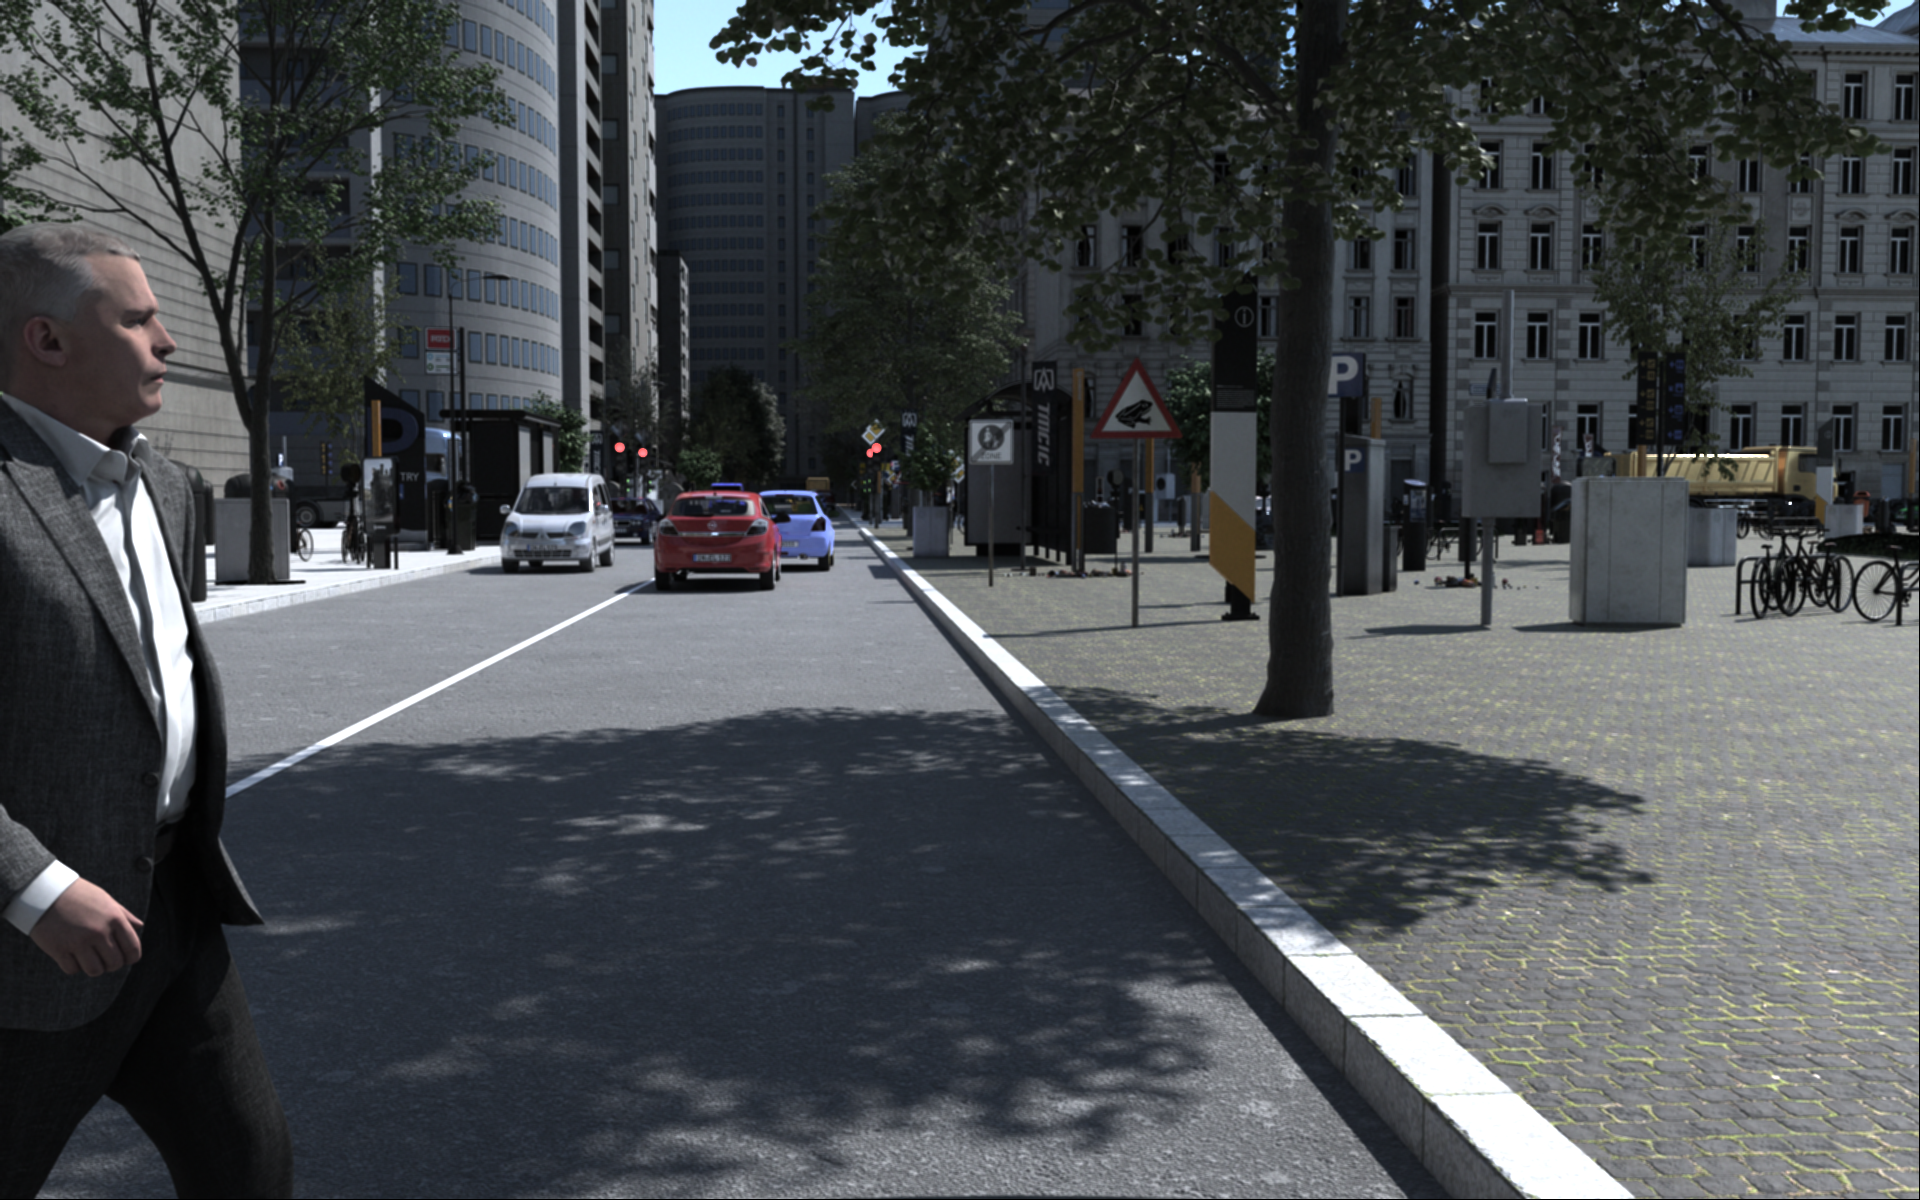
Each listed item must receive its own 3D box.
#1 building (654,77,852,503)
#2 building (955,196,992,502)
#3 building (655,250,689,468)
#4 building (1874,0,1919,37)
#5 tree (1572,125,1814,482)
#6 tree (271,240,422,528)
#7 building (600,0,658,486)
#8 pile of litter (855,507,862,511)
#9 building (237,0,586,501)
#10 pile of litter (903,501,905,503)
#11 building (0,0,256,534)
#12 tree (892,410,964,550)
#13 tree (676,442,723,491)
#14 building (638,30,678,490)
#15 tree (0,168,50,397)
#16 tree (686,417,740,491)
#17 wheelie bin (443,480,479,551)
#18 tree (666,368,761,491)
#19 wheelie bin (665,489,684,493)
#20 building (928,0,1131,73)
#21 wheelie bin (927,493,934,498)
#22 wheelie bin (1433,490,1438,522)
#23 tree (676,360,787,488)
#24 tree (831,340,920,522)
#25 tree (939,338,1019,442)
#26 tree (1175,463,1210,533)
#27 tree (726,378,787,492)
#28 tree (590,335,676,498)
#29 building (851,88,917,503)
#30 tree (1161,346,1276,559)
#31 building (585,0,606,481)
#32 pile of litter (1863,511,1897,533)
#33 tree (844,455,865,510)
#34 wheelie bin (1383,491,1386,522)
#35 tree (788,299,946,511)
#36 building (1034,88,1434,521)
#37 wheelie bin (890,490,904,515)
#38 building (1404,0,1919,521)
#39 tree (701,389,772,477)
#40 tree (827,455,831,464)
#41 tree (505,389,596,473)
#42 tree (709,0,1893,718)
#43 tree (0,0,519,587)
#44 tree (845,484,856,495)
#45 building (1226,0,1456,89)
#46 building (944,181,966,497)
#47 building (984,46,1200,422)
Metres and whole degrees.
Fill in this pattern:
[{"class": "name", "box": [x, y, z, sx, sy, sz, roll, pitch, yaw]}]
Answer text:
[{"class": "building", "box": [-29.220, -43.143, 247.391, 28.212, 58.520, 21.231, 0, 4, -4]}, {"class": "building", "box": [6.196, -20.698, 135.670, 12.463, 27.353, 25.104, 0, 4, -4]}, {"class": "building", "box": [-39.372, -26.518, 205.270, 14.107, 30.474, 14.160, 0, 4, -4]}, {"class": "building", "box": [57.135, -18.609, 90.169, 20.117, 28.700, 13.634, 0, 4, -4]}, {"class": "tree", "box": [14.185, -5.137, 34.351, 4.737, 8.622, 4.395, 0, 3, 0]}, {"class": "tree", "box": [-17.353, -6.022, 48.829, 4.737, 8.622, 4.395, 0, 3, 0]}, {"class": "building", "box": [-42.217, -34.767, 157.682, 28.713, 52.752, 27.495, 0, 4, -4]}, {"class": "pile of litter", "box": [-7.397, -7.285, 133.078, 1.176, 0.858, 1.719, -2, 4, -27]}, {"class": "building", "box": [-32.496, -33.643, 92.067, 21.231, 58.520, 28.212, 0, 4, -4]}, {"class": "pile of litter", "box": [-4.005, -7.093, 129.927, 1.176, 0.858, 1.719, -1, 4, -21]}, {"class": "building", "box": [-42.772, -16.330, 43.414, 44.131, 29.872, 17.030, 0, 4, -4]}, {"class": "tree", "box": [-0.834, -2.777, 40.000, 1.663, 3.219, 1.824, 0, 3, 0]}, {"class": "tree", "box": [-16.607, -7.754, 110.497, 4.285, 4.588, 4.351, 0, 3, 0]}, {"class": "building", "box": [-40.536, -45.460, 181.528, 20.563, 71.187, 20.611, 0, 4, -4]}, {"class": "tree", "box": [-9.147, -1.884, 14.520, 4.285, 4.588, 4.351, 0, 3, 0]}, {"class": "tree", "box": [-19.608, -11.477, 138.010, 4.737, 8.622, 4.395, 0, 3, 0]}, {"class": "wheelie bin", "box": [-11.326, -1.925, 39.378, 0.693, 1.594, 0.980, 0, 4, -4]}, {"class": "tree", "box": [-18.109, -11.804, 127.409, 7.601, 10.594, 8.767, -1, 4, -9]}, {"class": "wheelie bin", "box": [-15.000, -4.986, 89.427, 0.980, 1.594, 0.693, -3, 5, -43]}, {"class": "building", "box": [7.179, -38.874, 177.595, 21.231, 58.520, 28.212, 0, 4, -4]}, {"class": "wheelie bin", "box": [-2.164, -7.463, 129.925, 0.693, 1.594, 0.980, 1, 4, 20]}, {"class": "wheelie bin", "box": [20.335, -4.120, 75.263, 0.693, 1.594, 0.980, -2, 4, -26]}, {"class": "tree", "box": [-19.609, -14.117, 147.821, 9.611, 12.733, 9.660, 0, 3, 0]}, {"class": "tree", "box": [-3.665, -7.929, 80.003, 4.360, 8.622, 3.978, 0, 3, 0]}, {"class": "tree", "box": [0.972, -7.863, 78.915, 4.360, 8.622, 3.978, 0, 3, 0]}, {"class": "tree", "box": [7.903, -3.859, 57.701, 1.663, 3.219, 1.824, 0, 3, 0]}, {"class": "tree", "box": [-23.635, -17.428, 191.600, 9.857, 13.997, 8.962, 0, 3, 0]}, {"class": "tree", "box": [-14.851, -7.914, 79.748, 4.360, 8.622, 3.978, 0, 3, 0]}, {"class": "building", "box": [-0.842, -43.231, 248.823, 28.212, 58.520, 21.231, 0, 4, -4]}, {"class": "tree", "box": [5.550, -3.130, 34.897, 4.285, 4.588, 4.351, 0, 3, 0]}, {"class": "building", "box": [-39.056, -30.995, 130.478, 21.300, 48.544, 21.600, 0, 4, -4]}, {"class": "pile of litter", "box": [27.720, -2.362, 52.589, 1.719, 0.858, 1.176, -2, 4, -23]}, {"class": "tree", "box": [-7.877, -9.621, 141.023, 4.285, 4.588, 4.351, 0, 3, 0]}, {"class": "wheelie bin", "box": [17.743, -4.042, 73.988, 0.693, 1.594, 0.980, -3, 5, -42]}, {"class": "tree", "box": [-5.344, -11.891, 104.795, 12.009, 13.543, 11.850, 0, 3, 0]}, {"class": "building", "box": [13.009, -14.449, 85.385, 18.267, 20.994, 9.793, 0, 4, -4]}, {"class": "wheelie bin", "box": [-3.817, -5.879, 104.036, 0.980, 1.594, 0.693, 3, 5, 42]}, {"class": "building", "box": [34.634, -17.777, 87.910, 25.104, 27.353, 12.463, 0, 4, -4]}, {"class": "tree", "box": [-22.005, -14.777, 167.357, 9.928, 11.665, 9.643, 0, 3, 0]}, {"class": "tree", "box": [-12.802, -15.052, 196.455, 4.360, 8.622, 3.978, 0, 3, 0]}, {"class": "tree", "box": [-13.084, -4.329, 54.493, 4.285, 4.588, 4.351, 0, 3, 0]}, {"class": "tree", "box": [2.387, -5.611, 9.867, 7.486, 12.596, 7.792, 0, 3, 0]}, {"class": "tree", "box": [-10.008, -6.017, 24.132, 9.928, 11.665, 9.643, 0, 3, 0]}, {"class": "tree", "box": [-13.554, -13.416, 213.948, 1.663, 3.219, 1.824, 0, 3, 0]}, {"class": "building", "box": [45.580, -54.670, 206.518, 31.000, 86.520, 22.319, 0, 4, -4]}, {"class": "building", "box": [5.440, -23.542, 156.615, 14.160, 30.474, 14.107, 0, 4, -4]}, {"class": "building", "box": [9.187, -19.804, 111.185, 14.401, 28.519, 23.554, 0, 4, -4]}]
